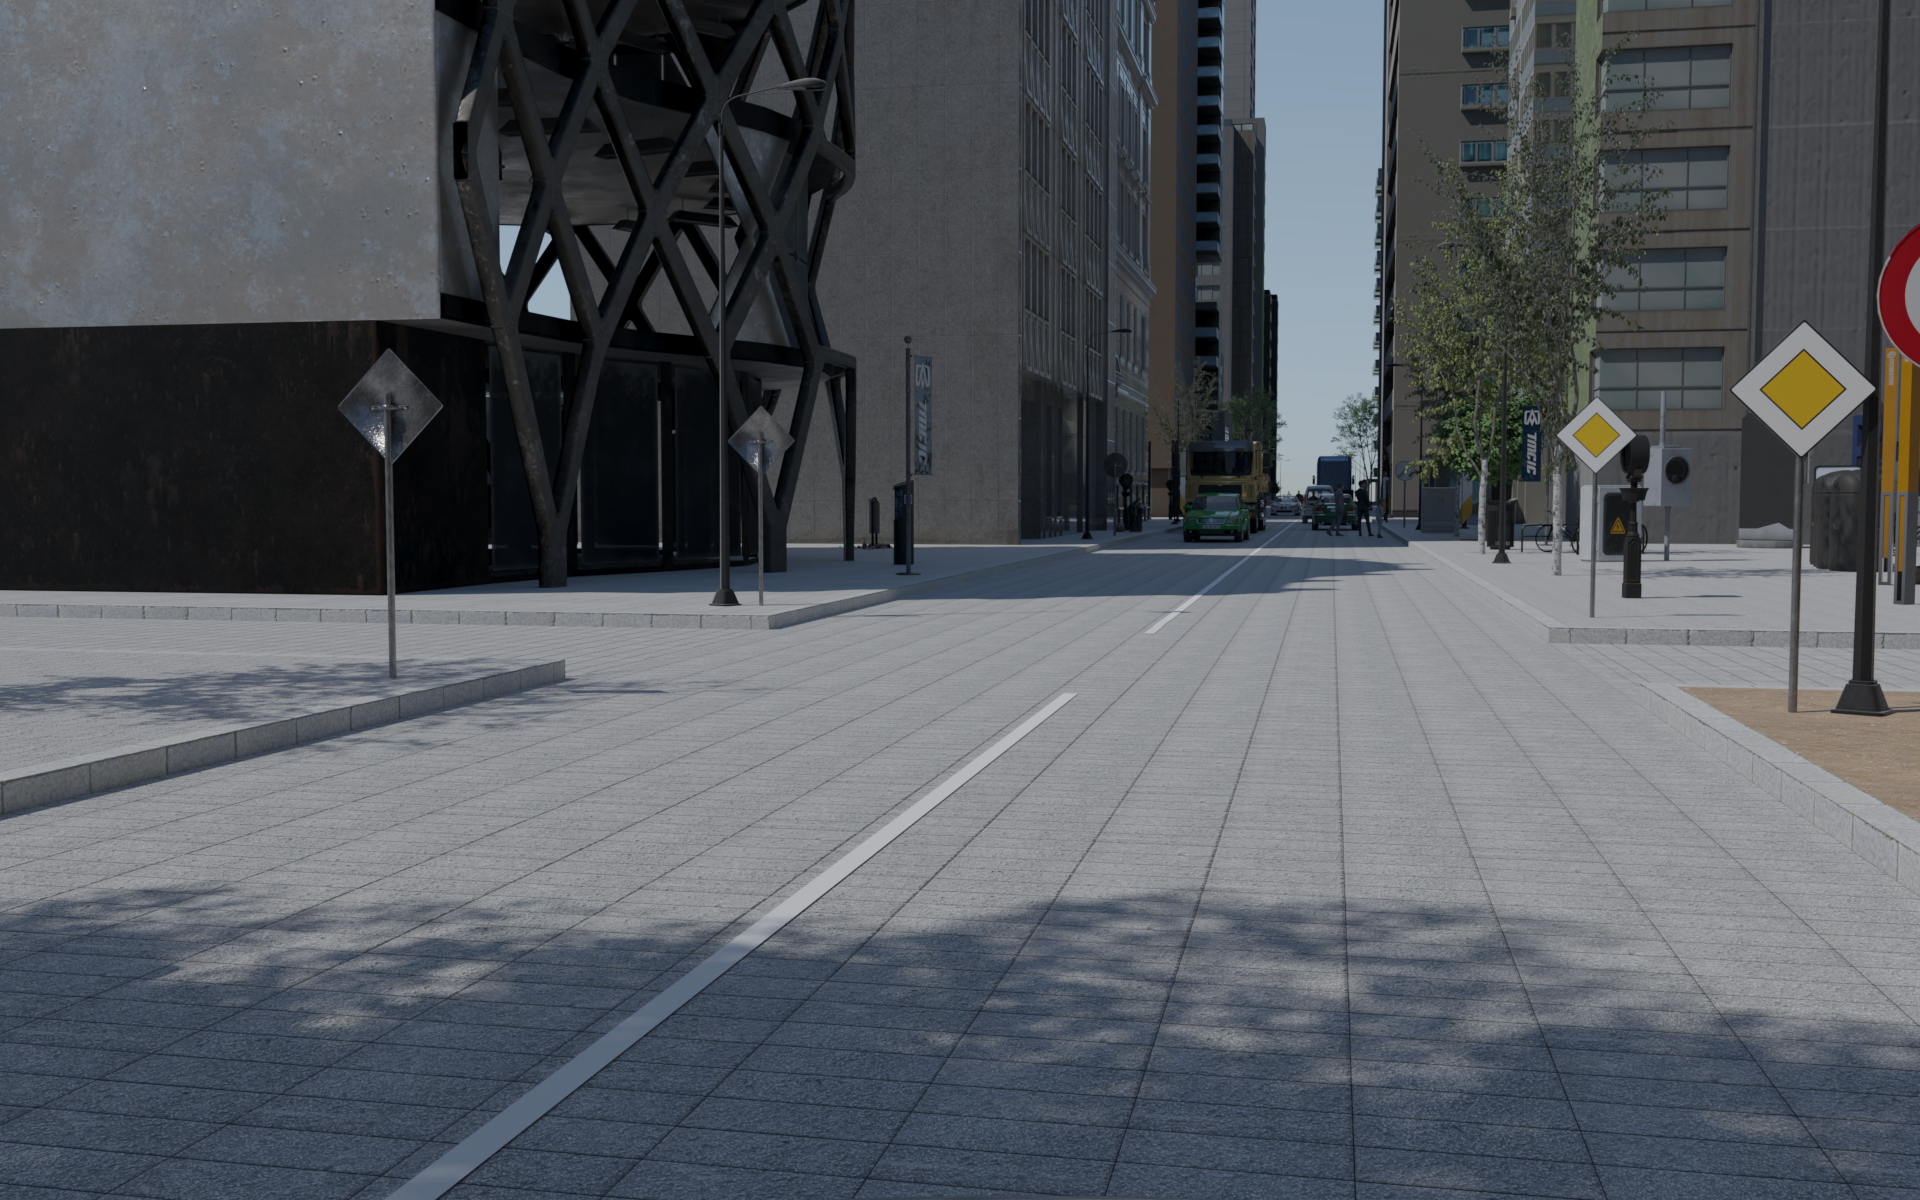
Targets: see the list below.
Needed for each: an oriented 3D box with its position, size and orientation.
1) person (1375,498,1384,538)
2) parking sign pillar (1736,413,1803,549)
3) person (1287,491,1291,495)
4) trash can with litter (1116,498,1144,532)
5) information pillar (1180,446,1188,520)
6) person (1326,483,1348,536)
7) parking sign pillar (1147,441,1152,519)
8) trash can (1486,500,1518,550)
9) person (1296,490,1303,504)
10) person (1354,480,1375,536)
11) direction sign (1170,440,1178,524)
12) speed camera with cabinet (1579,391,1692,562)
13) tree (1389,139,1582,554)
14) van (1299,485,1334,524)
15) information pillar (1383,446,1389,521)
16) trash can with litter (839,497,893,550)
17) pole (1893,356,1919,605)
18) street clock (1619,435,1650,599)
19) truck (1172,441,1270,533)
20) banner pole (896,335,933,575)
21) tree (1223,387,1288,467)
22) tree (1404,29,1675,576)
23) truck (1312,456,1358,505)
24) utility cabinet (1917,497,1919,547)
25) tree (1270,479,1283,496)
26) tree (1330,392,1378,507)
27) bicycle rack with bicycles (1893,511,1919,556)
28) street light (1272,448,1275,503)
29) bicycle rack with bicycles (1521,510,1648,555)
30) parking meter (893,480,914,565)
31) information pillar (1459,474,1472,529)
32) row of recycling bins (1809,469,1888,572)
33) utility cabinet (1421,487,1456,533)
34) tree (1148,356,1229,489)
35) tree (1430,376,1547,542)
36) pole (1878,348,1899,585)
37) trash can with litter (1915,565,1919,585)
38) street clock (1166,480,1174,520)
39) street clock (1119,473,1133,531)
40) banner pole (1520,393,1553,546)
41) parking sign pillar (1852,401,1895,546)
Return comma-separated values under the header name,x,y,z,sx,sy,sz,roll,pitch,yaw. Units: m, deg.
name,x,y,z,sx,sy,sz,roll,pitch,yaw
person,13.691,-2.669,56.409,0.394,1.301,0.425,-2,4,-33
parking sign pillar,19.347,-3.230,41.277,1.447,3.967,1.447,-3,5,-44
person,33.938,-10.396,179.001,1.217,1.766,0.721,2,4,35
trash can with litter,5.680,-2.875,58.393,1.055,1.170,0.624,0,4,6
information pillar,10.890,-5.680,84.220,0.183,3.616,0.504,-2,4,-27
person,12.992,-3.101,59.317,0.853,1.813,0.709,-1,4,-15
parking sign pillar,8.973,-6.062,87.590,1.447,3.967,1.447,-1,4,-20
trash can,12.493,-1.735,40.019,0.748,1.137,0.748,0,3,0
person,29.714,-8.734,151.855,0.990,1.755,0.434,3,5,43
person,13.747,-3.124,58.948,0.648,1.900,0.474,3,5,43
direction sign,9.065,-4.960,73.097,0.379,3.537,0.876,2,4,24
speed camera with cabinet,12.881,-2.363,32.979,2.038,3.252,0.660,-1,4,-14
tree,11.166,-5.294,36.916,4.737,8.622,4.395,0,3,0
van,17.746,-4.797,85.439,2.013,2.044,4.112,1,4,12
information pillar,20.636,-5.661,83.913,0.183,3.616,0.504,-1,4,-11
trash can with litter,-2.192,-1.822,40.840,1.678,1.210,2.233,0,4,8
pole,10.966,-1.601,20.018,0.158,3.312,0.155,0,3,0
street clock,8.280,-1.023,21.295,0.358,2.002,0.471,0,4,5
truck,10.097,-4.242,65.280,3.469,3.379,9.791,1,4,13
banner pole,-0.684,-2.300,27.615,0.401,3.779,0.863,3,4,36
tree,27.933,-14.822,168.092,9.928,11.665,9.643,0,3,0
tree,9.163,-4.688,27.004,4.360,8.622,3.978,0,3,0
truck,25.254,-7.736,116.243,2.967,4.110,18.799,1,4,11
utility cabinet,23.636,-1.887,42.012,1.020,1.237,0.306,0,4,-3
tree,40.537,-13.914,222.087,1.663,3.219,1.824,0,3,0
tree,41.273,-15.224,174.670,9.928,11.665,9.643,0,3,0
bicycle rack with bicycles,20.177,-1.442,36.954,2.925,0.926,2.852,-1,4,-11
street light,31.325,-12.431,175.783,1.470,5.913,1.316,1,4,12
bicycle rack with bicycles,13.724,-1.480,37.588,2.925,0.926,2.852,-1,4,-20
parking meter,-1.026,-1.415,31.542,0.372,1.533,0.369,0,3,0
information pillar,18.770,-4.453,64.156,0.504,3.616,0.183,-2,4,-28
row of recycling bins,15.355,-1.401,30.026,1.069,1.692,3.534,1,4,20
utility cabinet,15.707,-2.936,56.678,1.173,1.500,0.318,1,4,23
tree,12.087,-8.652,91.823,4.360,8.622,3.978,0,3,0
tree,14.521,-3.896,47.415,4.285,4.588,4.351,0,3,0
pole,13.041,-1.864,24.316,0.158,3.312,0.155,0,3,0
trash can with litter,13.819,-0.788,24.276,0.624,1.170,1.055,-2,4,-34
street clock,10.582,-5.041,86.993,0.471,2.002,0.358,1,4,13
street clock,5.795,-3.421,60.509,0.471,2.002,0.358,0,4,-7
banner pole,14.387,-3.247,43.104,0.863,3.779,0.401,1,4,14
parking sign pillar,22.195,-3.286,42.204,1.447,3.967,1.447,1,4,9
